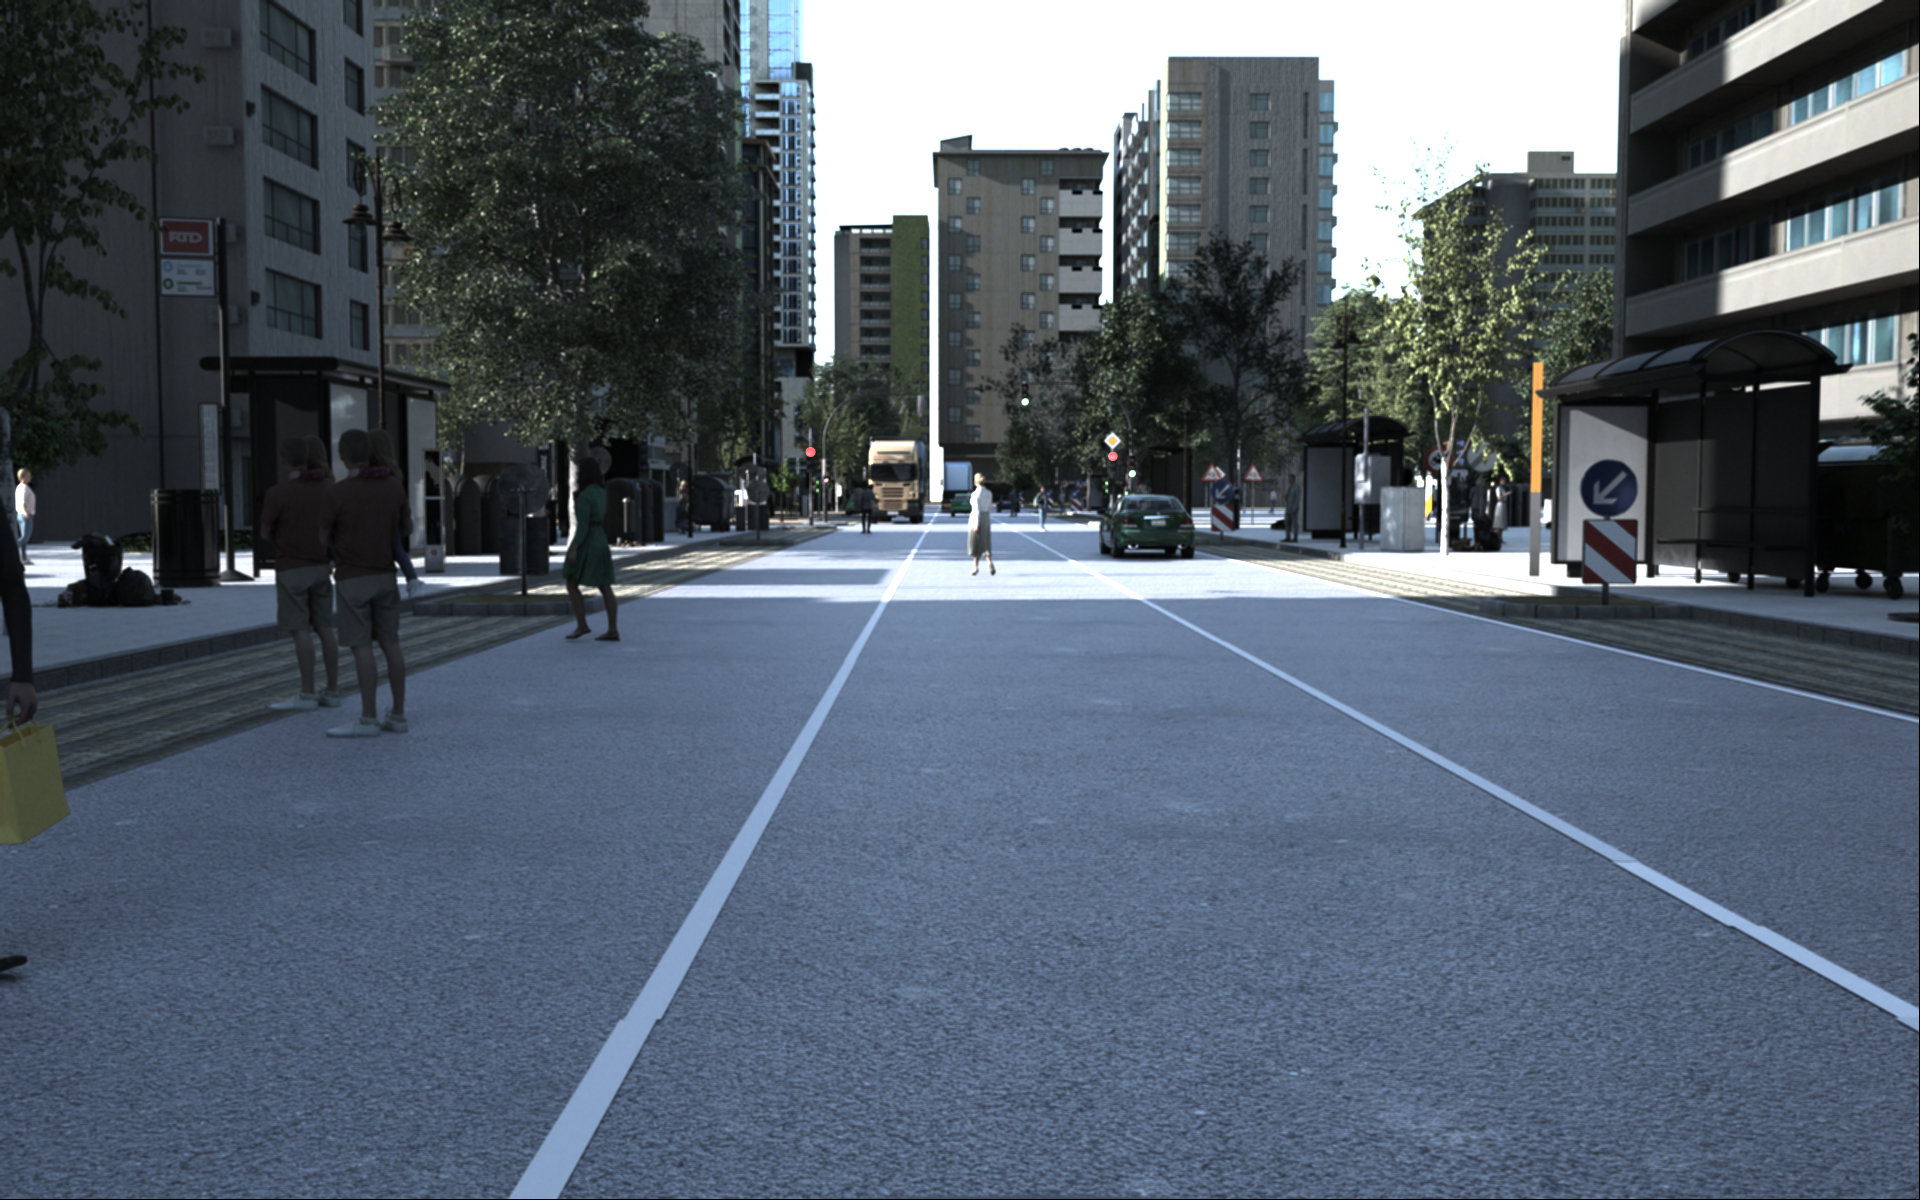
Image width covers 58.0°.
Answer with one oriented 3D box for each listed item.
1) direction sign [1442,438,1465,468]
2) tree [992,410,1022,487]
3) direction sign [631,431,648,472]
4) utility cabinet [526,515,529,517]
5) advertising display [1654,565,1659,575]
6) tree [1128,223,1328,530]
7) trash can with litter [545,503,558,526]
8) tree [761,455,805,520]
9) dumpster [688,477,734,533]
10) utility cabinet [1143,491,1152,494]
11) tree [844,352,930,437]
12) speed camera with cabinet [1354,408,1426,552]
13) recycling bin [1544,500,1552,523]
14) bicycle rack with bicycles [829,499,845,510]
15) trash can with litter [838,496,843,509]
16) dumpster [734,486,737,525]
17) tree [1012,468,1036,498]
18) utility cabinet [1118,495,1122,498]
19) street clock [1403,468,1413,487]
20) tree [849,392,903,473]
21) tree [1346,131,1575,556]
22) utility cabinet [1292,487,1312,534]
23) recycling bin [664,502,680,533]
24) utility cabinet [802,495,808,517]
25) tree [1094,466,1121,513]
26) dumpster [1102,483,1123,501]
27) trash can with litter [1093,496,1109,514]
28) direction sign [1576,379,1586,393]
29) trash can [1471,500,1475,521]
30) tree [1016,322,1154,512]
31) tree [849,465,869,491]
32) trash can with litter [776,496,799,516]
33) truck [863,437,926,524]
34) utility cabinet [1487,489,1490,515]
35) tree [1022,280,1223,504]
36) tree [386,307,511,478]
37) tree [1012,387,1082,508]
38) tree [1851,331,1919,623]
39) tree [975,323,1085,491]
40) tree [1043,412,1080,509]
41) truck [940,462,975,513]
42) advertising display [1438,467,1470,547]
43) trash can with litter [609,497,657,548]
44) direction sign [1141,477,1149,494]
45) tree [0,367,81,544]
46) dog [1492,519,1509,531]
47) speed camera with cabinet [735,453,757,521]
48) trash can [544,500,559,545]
[{"bbox_3d":[20.034,-4.794,70.386,0.876,3.537,0.379,2,4,25],"label":"direction sign"},{"bbox_3d":[8.745,-19.122,229.644,9.611,12.733,9.660,0,3,0],"label":"tree"},{"bbox_3d":[-11.563,-4.297,62.256,0.876,3.537,0.379,2,4,31],"label":"direction sign"},{"bbox_3d":[-11.519,-2.325,46.693,0.318,1.500,1.173,0,4,-2],"label":"utility cabinet"},{"bbox_3d":[11.122,-1.377,27.724,0.123,1.923,0.974,1,4,15],"label":"advertising display"},{"bbox_3d":[9.289,-7.726,60.727,7.601,10.594,8.767,-2,4,-26],"label":"tree"},{"bbox_3d":[-16.752,-3.621,70.264,1.678,1.210,2.233,-1,4,-11],"label":"trash can with litter"},{"bbox_3d":[-8.746,-5.619,86.475,1.663,3.219,1.824,0,3,0],"label":"tree"},{"bbox_3d":[-8.448,-3.221,58.419,1.264,1.857,1.865,0,4,0],"label":"dumpster"},{"bbox_3d":[11.889,-6.062,107.785,0.318,1.500,1.173,-2,4,-34],"label":"utility cabinet"},{"bbox_3d":[-9.938,-22.875,229.895,12.611,20.169,13.585,0,3,0],"label":"tree"},{"bbox_3d":[9.726,-2.743,39.186,0.660,3.252,2.038,-1,4,-20],"label":"speed camera with cabinet"},{"bbox_3d":[26.762,-4.006,78.048,0.722,1.027,0.722,1,4,12],"label":"recycling bin"},{"bbox_3d":[-9.555,-7.730,139.767,2.852,0.926,2.925,1,4,22],"label":"bicycle rack with bicycles"},{"bbox_3d":[-9.676,-8.193,145.009,2.233,1.210,1.678,0,4,-5],"label":"trash can with litter"},{"bbox_3d":[-9.748,-3.930,70.022,1.264,1.857,1.865,0,4,0],"label":"dumpster"},{"bbox_3d":[8.116,-14.462,220.161,4.285,4.588,4.351,0,3,0],"label":"tree"},{"bbox_3d":[11.358,-6.648,119.854,1.020,1.237,0.306,-3,5,-44],"label":"utility cabinet"},{"bbox_3d":[12.544,-2.710,48.883,0.358,2.002,0.471,3,5,45],"label":"street clock"},{"bbox_3d":[-9.194,-16.635,190.106,7.486,12.596,7.792,0,3,0],"label":"tree"},{"bbox_3d":[10.056,-5.199,35.365,4.737,8.622,4.395,0,3,0],"label":"tree"},{"bbox_3d":[11.181,-2.842,55.151,1.173,1.500,0.318,2,4,30],"label":"utility cabinet"},{"bbox_3d":[-9.870,-2.791,58.192,0.722,1.027,0.722,-3,4,-36],"label":"recycling bin"},{"bbox_3d":[-8.552,-5.152,95.399,0.306,1.237,1.020,0,4,-4],"label":"utility cabinet"},{"bbox_3d":[9.138,-6.815,106.027,1.663,3.219,1.824,0,3,0],"label":"tree"},{"bbox_3d":[11.640,-7.921,132.002,1.502,2.255,1.985,0,4,-1],"label":"dumpster"},{"bbox_3d":[9.550,-6.145,111.536,1.678,1.210,2.233,-3,5,-40],"label":"trash can with litter"},{"bbox_3d":[11.520,-2.461,32.237,0.379,3.537,0.876,1,4,10],"label":"direction sign"},{"bbox_3d":[23.976,-4.189,80.144,0.748,1.137,0.748,0,3,0],"label":"trash can"},{"bbox_3d":[9.255,-12.961,122.289,12.009,13.543,11.850,0,3,0],"label":"tree"},{"bbox_3d":[-9.328,-11.287,168.253,4.285,4.588,4.351,0,3,0],"label":"tree"},{"bbox_3d":[-10.310,-5.612,102.808,2.233,1.210,1.678,3,5,44],"label":"trash can with litter"},{"bbox_3d":[-3.105,-5.976,86.628,2.839,4.237,11.283,0,4,1],"label":"truck"},{"bbox_3d":[25.073,-4.378,80.266,1.173,1.500,0.318,3,4,36],"label":"utility cabinet"},{"bbox_3d":[9.493,-10.776,93.190,9.611,12.733,9.660,0,3,0],"label":"tree"},{"bbox_3d":[-19.092,-7.031,65.326,4.737,8.622,4.395,0,3,0],"label":"tree"},{"bbox_3d":[8.818,-14.546,163.589,9.928,11.665,9.643,0,3,0],"label":"tree"},{"bbox_3d":[9.864,-1.401,17.508,1.663,3.219,1.824,0,3,0],"label":"tree"},{"bbox_3d":[8.420,-20.501,191.079,12.611,20.169,13.585,0,3,0],"label":"tree"},{"bbox_3d":[8.797,-12.038,147.182,4.360,8.622,3.978,0,3,0],"label":"tree"},{"bbox_3d":[-0.195,-9.108,138.674,2.967,4.110,18.799,0,3,0],"label":"truck"},{"bbox_3d":[11.978,-2.252,42.028,0.974,1.923,0.123,-2,4,-32],"label":"advertising display"},{"bbox_3d":[-8.253,-1.911,42.303,1.678,1.210,2.233,0,3,0],"label":"trash can with litter"},{"bbox_3d":[10.875,-6.601,99.928,0.876,3.537,0.379,-1,4,-18],"label":"direction sign"},{"bbox_3d":[-24.664,-3.734,44.768,4.285,4.588,4.351,0,3,0],"label":"tree"},{"bbox_3d":[18.871,-2.633,60.783,0.550,0.427,0.748,-1,4,-15],"label":"dog"},{"bbox_3d":[-10.312,-5.475,83.847,0.660,3.252,2.038,-2,4,-25],"label":"speed camera with cabinet"},{"bbox_3d":[-10.415,-1.941,43.391,0.748,1.137,0.748,0,3,0],"label":"trash can"}]
